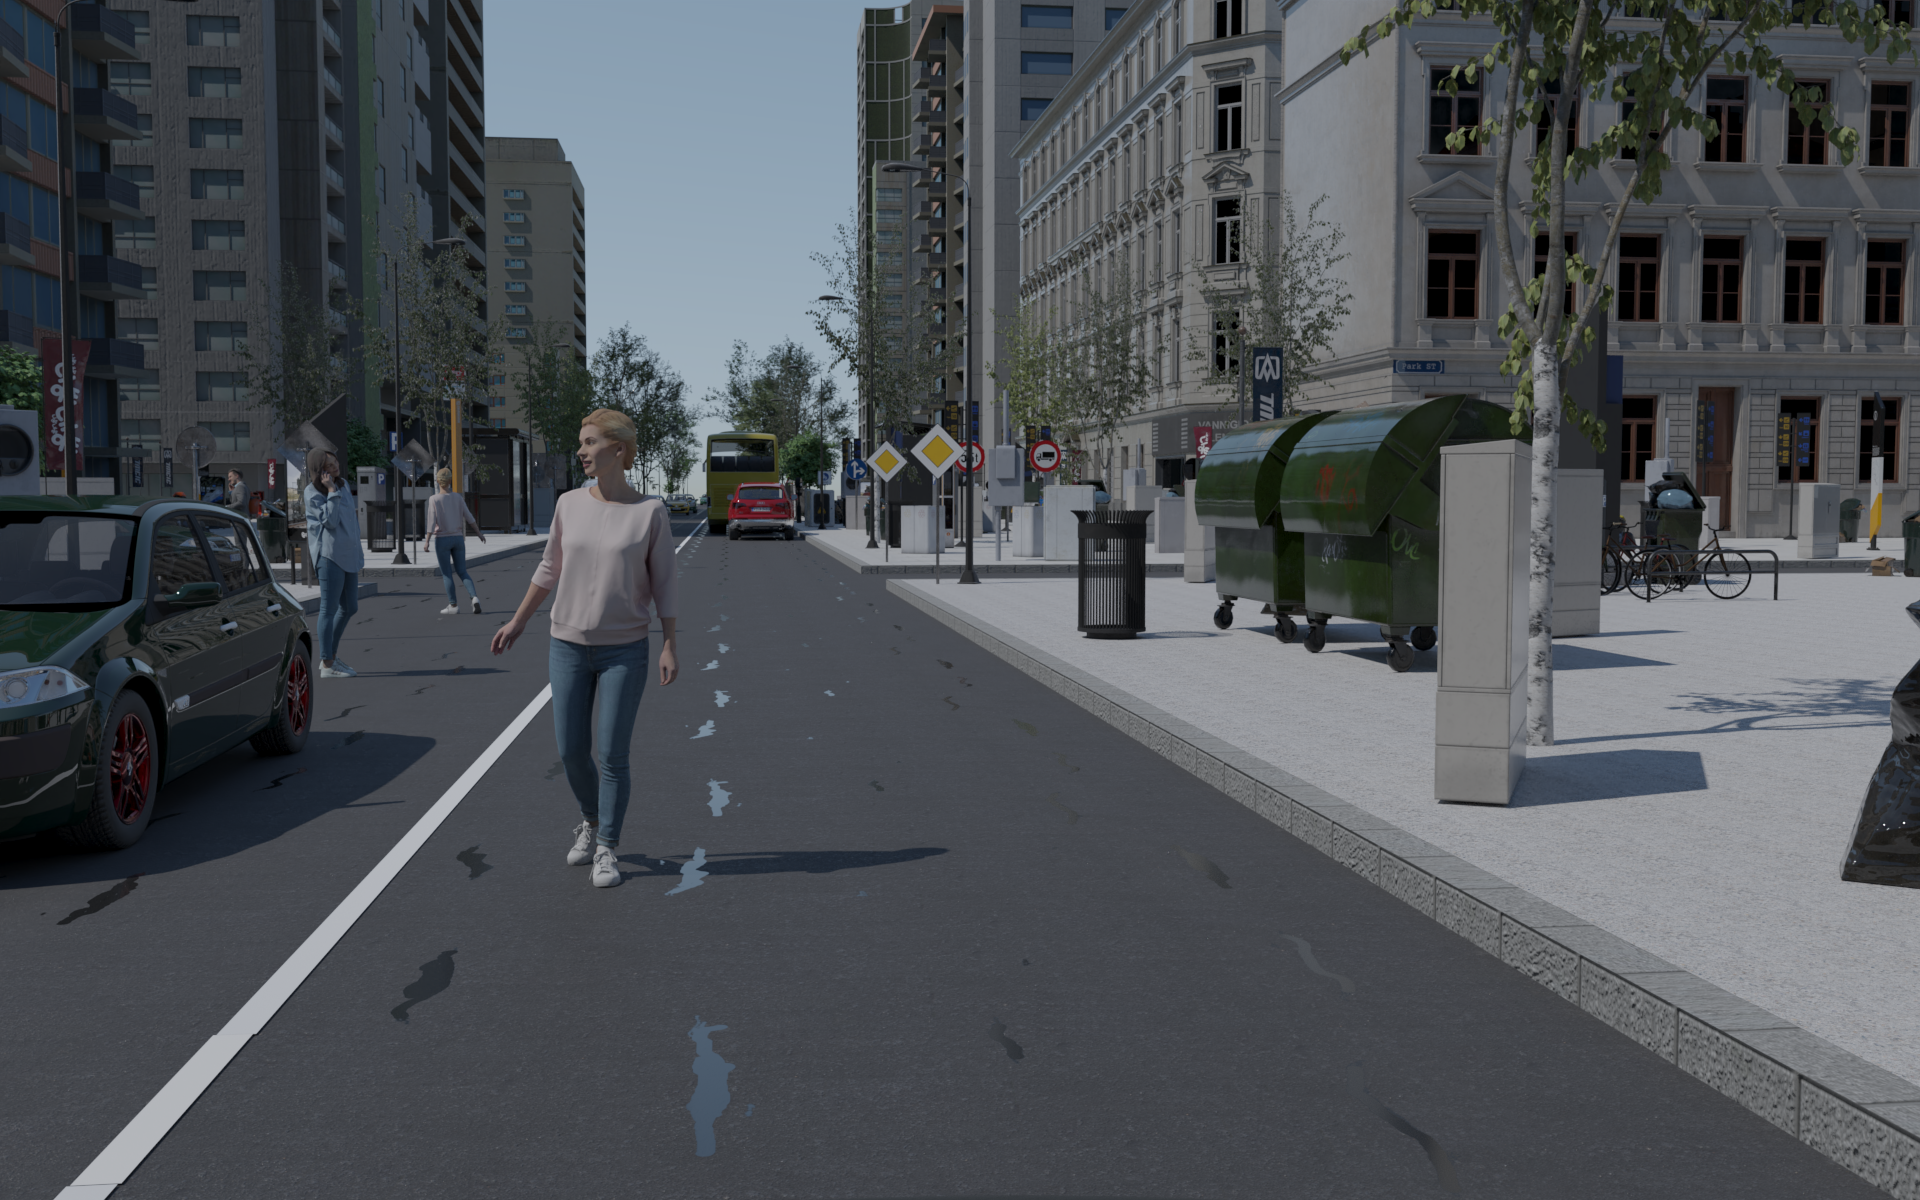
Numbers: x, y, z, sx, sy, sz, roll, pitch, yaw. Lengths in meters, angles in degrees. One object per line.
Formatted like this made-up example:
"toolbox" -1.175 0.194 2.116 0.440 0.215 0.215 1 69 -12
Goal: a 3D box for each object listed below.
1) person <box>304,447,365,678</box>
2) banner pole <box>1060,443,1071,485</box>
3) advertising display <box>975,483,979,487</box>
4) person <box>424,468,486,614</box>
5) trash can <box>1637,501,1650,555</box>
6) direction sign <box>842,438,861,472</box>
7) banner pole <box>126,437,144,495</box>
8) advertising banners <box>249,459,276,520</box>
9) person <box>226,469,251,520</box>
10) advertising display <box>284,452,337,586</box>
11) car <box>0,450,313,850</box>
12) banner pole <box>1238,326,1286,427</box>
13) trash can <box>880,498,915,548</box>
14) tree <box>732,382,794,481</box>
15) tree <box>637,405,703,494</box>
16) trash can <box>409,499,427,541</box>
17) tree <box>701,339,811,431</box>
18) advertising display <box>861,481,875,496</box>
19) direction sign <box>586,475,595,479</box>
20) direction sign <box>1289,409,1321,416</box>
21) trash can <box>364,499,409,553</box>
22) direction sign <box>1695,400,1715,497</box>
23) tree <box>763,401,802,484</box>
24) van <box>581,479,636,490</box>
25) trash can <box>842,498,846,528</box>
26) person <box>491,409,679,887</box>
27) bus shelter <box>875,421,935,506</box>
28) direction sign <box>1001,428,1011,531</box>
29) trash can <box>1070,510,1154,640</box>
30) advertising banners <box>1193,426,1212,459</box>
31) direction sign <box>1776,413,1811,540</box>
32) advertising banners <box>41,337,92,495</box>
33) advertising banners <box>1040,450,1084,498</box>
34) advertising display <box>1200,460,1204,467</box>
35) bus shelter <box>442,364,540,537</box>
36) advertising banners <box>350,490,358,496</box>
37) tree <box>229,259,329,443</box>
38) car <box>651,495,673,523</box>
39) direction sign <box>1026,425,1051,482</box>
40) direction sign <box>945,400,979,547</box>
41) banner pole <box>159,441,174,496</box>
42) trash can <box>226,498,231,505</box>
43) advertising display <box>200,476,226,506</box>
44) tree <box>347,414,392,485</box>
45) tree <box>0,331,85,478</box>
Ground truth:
"person" -4.912 -0.293 13.550 0.793 1.790 0.793 -2 4 -24
"banner pole" 5.221 -5.838 85.461 0.863 3.779 0.401 3 5 44
"advertising display" 0.599 -5.593 96.659 0.974 1.923 0.123 0 4 2
"person" -5.955 -0.705 20.691 0.598 1.740 0.731 2 4 32
"trash can" 14.761 -1.536 36.767 0.748 1.137 0.748 0 3 0
"direction sign" -4.372 -4.769 69.976 0.876 3.537 0.379 -2 4 -33
"banner pole" -36.596 -5.305 76.746 0.863 3.779 0.401 -3 5 -42
"advertising banners" -34.746 -5.488 85.910 2.074 3.025 0.090 1 4 17
"person" -11.802 -1.220 28.246 0.447 1.846 0.655 -1 4 -21
"advertising display" -9.082 -1.164 24.253 0.974 1.923 0.123 2 4 32
"car" -4.335 0.102 8.117 2.009 1.686 4.222 0 4 -7
"banner pole" 4.448 -2.200 25.987 0.863 3.779 0.401 0 4 -6
"trash can" -1.437 -1.812 41.284 0.748 1.137 0.748 0 3 0
"tree" -19.512 -15.618 173.477 7.486 12.596 7.792 0 3 0
"tree" -33.081 -16.590 197.003 9.928 11.665 9.643 0 3 0
"trash can" -14.947 -2.185 47.377 0.748 1.137 0.748 0 3 0
"tree" -24.827 -21.800 212.312 12.611 20.169 13.585 0 3 0
"advertising display" -4.612 -5.065 88.031 0.974 1.923 0.123 1 4 13
"direction sign" -16.314 -5.220 77.348 0.876 3.537 0.379 1 4 18
"direction sign" 9.224 -3.327 46.400 0.876 3.537 0.379 0 4 -6
"trash can" -12.723 -1.616 38.082 0.748 1.137 0.748 0 3 0
"direction sign" 18.072 -3.063 42.073 0.876 3.537 0.379 -3 5 -41
"tree" -13.323 -11.171 133.010 4.737 8.622 4.395 0 3 0
"van" -9.219 -2.339 45.259 2.013 2.044 4.112 0 4 -8
"trash can" -4.153 -3.317 65.878 0.748 1.137 0.748 0 3 0
"person" -1.394 0.163 6.501 0.731 1.740 0.598 0 4 -2
"bus shelter" -1.853 -4.055 57.576 1.731 3.624 6.357 0 4 -8
"direction sign" 1.596 -4.157 59.966 0.379 3.537 0.876 -1 4 -19
"trash can" 1.355 -0.232 15.454 0.748 1.137 0.748 0 3 0
"advertising banners" 6.911 -2.937 44.213 2.074 3.025 0.090 2 4 30
"direction sign" 23.301 -3.455 48.485 0.876 3.537 0.379 0 4 4
"advertising banners" -10.582 -1.394 18.984 2.074 3.025 0.090 -3 5 -43
"advertising banners" 3.930 -4.395 68.052 2.074 3.025 0.090 -1 4 -21
"advertising display" 4.881 -1.710 33.170 0.123 1.923 0.974 3 4 38
"bus shelter" -15.222 -4.805 56.193 2.179 5.291 8.768 0 4 -8
"advertising banners" -22.170 -4.093 63.112 2.074 3.025 0.090 -2 4 -29
"tree" -20.427 -6.345 54.101 4.360 8.622 3.978 0 3 0
"car" -12.497 -3.504 69.294 2.014 1.417 4.499 0 4 -8
"direction sign" 2.579 -3.985 57.158 0.876 3.537 0.379 -1 4 -18
"direction sign" 0.044 -3.062 42.053 0.876 3.537 0.379 -1 4 -20
"banner pole" -37.672 -5.634 82.131 0.401 3.779 0.863 2 4 32
"trash can" -27.730 -3.278 65.253 0.748 1.137 0.748 0 3 0
"advertising display" -27.373 -3.563 63.475 0.974 1.923 0.123 1 4 12
"tree" -23.328 -5.008 65.594 4.285 4.588 4.351 0 3 0
"tree" -18.477 -3.019 33.079 4.285 4.588 4.351 0 3 0
